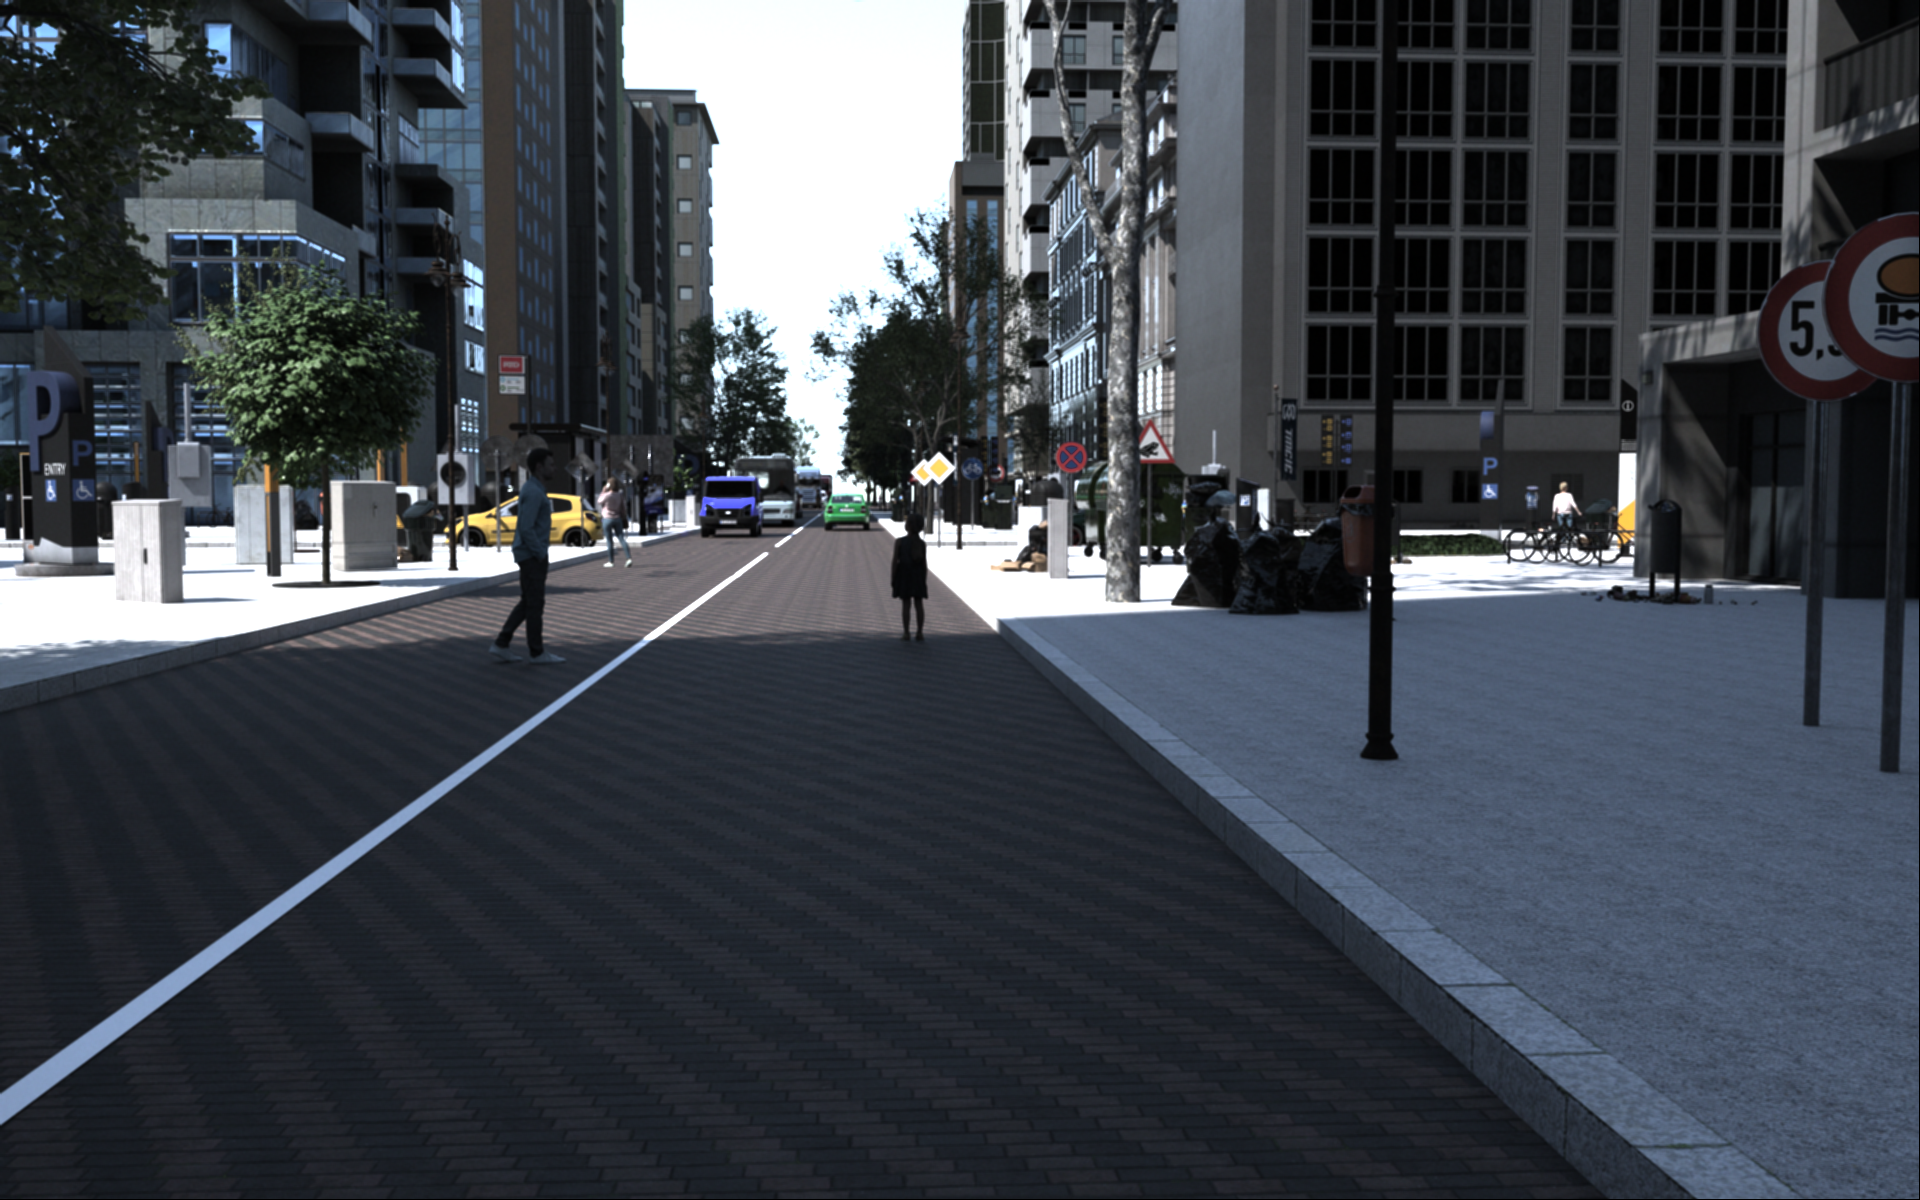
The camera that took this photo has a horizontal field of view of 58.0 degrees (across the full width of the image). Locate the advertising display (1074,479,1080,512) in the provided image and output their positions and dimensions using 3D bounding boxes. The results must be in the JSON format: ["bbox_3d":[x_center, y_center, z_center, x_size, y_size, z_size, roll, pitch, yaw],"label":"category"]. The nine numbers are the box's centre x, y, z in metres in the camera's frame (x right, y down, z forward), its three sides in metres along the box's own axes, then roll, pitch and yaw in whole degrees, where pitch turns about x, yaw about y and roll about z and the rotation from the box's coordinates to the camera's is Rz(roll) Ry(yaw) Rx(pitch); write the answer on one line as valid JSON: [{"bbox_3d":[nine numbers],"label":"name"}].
[{"bbox_3d":[5.321,-4.203,73.941,0.974,1.923,0.123,2,4,31],"label":"advertising display"}]

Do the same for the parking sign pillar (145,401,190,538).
[{"bbox_3d":[-23.447,-3.816,50.857,1.447,3.967,1.447,-1,4,-9],"label":"parking sign pillar"}]

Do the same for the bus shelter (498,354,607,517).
[{"bbox_3d":[-12.362,-4.589,52.658,2.179,5.291,8.768,0,4,-4],"label":"bus shelter"}]

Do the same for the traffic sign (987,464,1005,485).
[{"bbox_3d":[1.493,-4.434,72.599,0.768,2.556,0.104,0,4,4],"label":"traffic sign"}]

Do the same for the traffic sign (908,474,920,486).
[{"bbox_3d":[-2.767,-6.411,104.926,0.768,2.556,0.104,0,4,-1],"label":"traffic sign"}]

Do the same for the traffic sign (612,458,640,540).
[{"bbox_3d":[-9.285,-2.724,48.181,0.795,2.450,0.064,0,4,-4],"label":"traffic sign"}]

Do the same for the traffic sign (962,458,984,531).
[{"bbox_3d":[0.441,-3.702,60.635,0.768,2.556,0.104,0,4,-3],"label":"traffic sign"}]

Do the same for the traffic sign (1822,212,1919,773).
[{"bbox_3d":[4.299,-0.479,7.932,0.768,2.556,0.104,0,4,4],"label":"traffic sign"}]

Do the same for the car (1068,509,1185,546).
[{"bbox_3d":[3.982,-2.119,44.429,4.222,1.686,2.009,0,4,-2],"label":"car"}]

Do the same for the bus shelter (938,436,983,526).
[{"bbox_3d":[-0.015,-4.993,72.922,1.731,3.624,6.357,0,4,-4],"label":"bus shelter"}]

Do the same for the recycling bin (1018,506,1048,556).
[{"bbox_3d":[1.676,-1.402,35.471,0.722,1.027,0.722,-3,5,-41],"label":"recycling bin"}]

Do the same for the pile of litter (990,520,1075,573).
[{"bbox_3d":[1.187,-0.903,28.736,1.176,0.858,1.719,-1,4,-23],"label":"pile of litter"}]

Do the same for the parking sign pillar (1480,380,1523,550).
[{"bbox_3d":[12.384,-3.170,40.302,1.447,3.967,1.447,1,4,21],"label":"parking sign pillar"}]

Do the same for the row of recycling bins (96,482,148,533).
[{"bbox_3d":[-28.724,-3.071,57.326,3.534,1.692,1.069,-1,4,-9],"label":"row of recycling bins"}]

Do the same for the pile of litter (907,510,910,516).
[{"bbox_3d":[-3.213,-4.990,95.547,1.719,0.858,1.176,2,4,31],"label":"pile of litter"}]

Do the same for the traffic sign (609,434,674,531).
[{"bbox_3d":[-10.903,-3.995,59.189,2.265,3.308,0.079,0,4,5],"label":"traffic sign"}]

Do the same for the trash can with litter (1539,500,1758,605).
[{"bbox_3d":[8.415,-0.608,20.995,1.678,1.210,2.233,-1,4,-11],"label":"trash can with litter"}]

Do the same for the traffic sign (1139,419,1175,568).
[{"bbox_3d":[3.293,-1.841,30.104,0.884,2.594,0.081,0,4,-3],"label":"traffic sign"}]

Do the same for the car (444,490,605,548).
[{"bbox_3d":[-11.045,-2.066,44.007,3.980,1.641,2.015,0,4,-5],"label":"car"}]

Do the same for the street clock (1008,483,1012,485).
[{"bbox_3d":[3.108,-6.426,109.642,0.358,2.002,0.471,-1,4,-23],"label":"street clock"}]

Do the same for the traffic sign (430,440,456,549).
[{"bbox_3d":[-11.964,-2.483,40.595,0.884,2.594,0.081,0,4,-3],"label":"traffic sign"}]

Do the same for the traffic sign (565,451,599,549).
[{"bbox_3d":[-8.770,-2.237,40.212,0.795,2.450,0.064,0,4,-4],"label":"traffic sign"}]

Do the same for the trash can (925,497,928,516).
[{"bbox_3d":[-2.188,-5.404,100.011,0.748,1.137,0.748,0,3,0],"label":"trash can"}]

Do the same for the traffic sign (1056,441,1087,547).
[{"bbox_3d":[2.692,-2.553,41.854,0.768,2.556,0.104,0,4,6],"label":"traffic sign"}]

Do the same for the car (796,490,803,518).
[{"bbox_3d":[-10.549,-5.833,104.048,2.281,1.827,5.304,0,4,-2],"label":"car"}]

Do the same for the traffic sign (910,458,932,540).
[{"bbox_3d":[-1.007,-2.755,48.693,0.795,2.450,0.064,0,4,-4],"label":"traffic sign"}]

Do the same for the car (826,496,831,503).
[{"bbox_3d":[-9.988,-8.100,142.216,2.009,1.686,4.222,0,4,-3],"label":"car"}]

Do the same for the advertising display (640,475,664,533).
[{"bbox_3d":[-10.141,-3.170,57.043,0.123,1.923,0.974,3,4,37],"label":"advertising display"}]

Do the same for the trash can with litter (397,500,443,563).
[{"bbox_3d":[-10.269,-1.295,32.565,0.624,1.170,1.055,1,4,20],"label":"trash can with litter"}]

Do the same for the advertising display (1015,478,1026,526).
[{"bbox_3d":[2.439,-3.974,70.182,0.123,1.923,0.974,-1,4,-17],"label":"advertising display"}]

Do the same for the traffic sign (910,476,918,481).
[{"bbox_3d":[-1.621,-4.361,71.312,0.884,2.594,0.081,0,4,1],"label":"traffic sign"}]

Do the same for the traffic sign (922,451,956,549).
[{"bbox_3d":[-0.492,-2.268,40.724,0.795,2.450,0.064,0,4,-4],"label":"traffic sign"}]

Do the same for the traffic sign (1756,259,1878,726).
[{"bbox_3d":[4.719,-0.576,9.524,0.768,2.556,0.104,0,4,0],"label":"traffic sign"}]

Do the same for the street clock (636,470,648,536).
[{"bbox_3d":[-9.742,-2.974,53.189,0.358,2.002,0.471,1,4,9],"label":"street clock"}]

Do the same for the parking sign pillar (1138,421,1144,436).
[{"bbox_3d":[6.552,-4.536,62.639,1.447,3.967,1.447,-2,4,-24],"label":"parking sign pillar"}]

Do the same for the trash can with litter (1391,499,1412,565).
[{"bbox_3d":[7.426,-1.275,31.901,2.233,1.210,1.678,0,4,-4],"label":"trash can with litter"}]

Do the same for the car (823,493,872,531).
[{"bbox_3d":[-4.506,-3.704,69.356,1.959,1.807,4.718,0,4,-3],"label":"car"}]

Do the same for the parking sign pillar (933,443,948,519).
[{"bbox_3d":[-0.812,-6.248,90.631,1.447,3.967,1.447,-1,4,-13],"label":"parking sign pillar"}]

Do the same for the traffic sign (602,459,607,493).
[{"bbox_3d":[-12.808,-3.844,62.947,0.768,2.556,0.104,0,4,6],"label":"traffic sign"}]

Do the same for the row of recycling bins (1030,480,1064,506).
[{"bbox_3d":[2.604,-2.755,52.154,1.069,1.692,3.534,0,4,2],"label":"row of recycling bins"}]

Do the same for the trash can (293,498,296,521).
[{"bbox_3d":[-22.145,-2.764,56.839,0.748,1.137,0.748,0,3,0],"label":"trash can"}]

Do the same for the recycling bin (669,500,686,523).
[{"bbox_3d":[-12.482,-3.926,76.744,0.722,1.027,0.722,-1,4,-22],"label":"recycling bin"}]

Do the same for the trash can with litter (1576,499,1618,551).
[{"bbox_3d":[14.464,-1.711,39.362,0.624,1.170,1.055,3,5,43],"label":"trash can with litter"}]

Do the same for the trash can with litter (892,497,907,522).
[{"bbox_3d":[-2.558,-4.105,78.506,1.055,1.170,0.624,1,4,20],"label":"trash can with litter"}]

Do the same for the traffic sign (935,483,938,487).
[{"bbox_3d":[-1.659,-6.529,108.878,0.606,2.300,0.079,0,4,0],"label":"traffic sign"}]

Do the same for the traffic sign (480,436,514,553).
[{"bbox_3d":[-10.074,-2.303,37.760,0.768,2.556,0.104,0,3,0],"label":"traffic sign"}]

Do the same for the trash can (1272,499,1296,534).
[{"bbox_3d":[9.884,-2.519,52.847,0.748,1.137,0.748,0,3,0],"label":"trash can"}]

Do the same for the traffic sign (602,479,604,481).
[{"bbox_3d":[-14.161,-4.168,68.246,0.768,2.556,0.104,0,4,3],"label":"traffic sign"}]

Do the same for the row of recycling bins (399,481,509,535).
[{"bbox_3d":[-16.086,-2.937,55.139,3.534,1.692,1.069,-3,4,-36],"label":"row of recycling bins"}]

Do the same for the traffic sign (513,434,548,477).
[{"bbox_3d":[-9.155,-2.254,36.952,0.768,2.556,0.104,0,4,2],"label":"traffic sign"}]

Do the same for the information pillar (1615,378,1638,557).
[{"bbox_3d":[13.571,-2.671,35.022,0.504,3.616,0.183,2,4,26],"label":"information pillar"}]

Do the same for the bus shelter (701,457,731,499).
[{"bbox_3d":[-15.966,-7.446,113.031,1.731,3.624,6.357,0,4,-4],"label":"bus shelter"}]

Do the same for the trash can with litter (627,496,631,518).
[{"bbox_3d":[-17.229,-4.947,92.273,1.055,1.170,0.624,2,4,30],"label":"trash can with litter"}]

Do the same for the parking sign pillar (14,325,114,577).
[{"bbox_3d":[-14.155,-2.376,27.316,1.447,3.967,1.447,3,4,38],"label":"parking sign pillar"}]

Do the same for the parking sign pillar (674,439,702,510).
[{"bbox_3d":[-13.280,-5.880,84.603,1.447,3.967,1.447,-2,4,-26],"label":"parking sign pillar"}]

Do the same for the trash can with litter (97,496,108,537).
[{"bbox_3d":[-26.050,-2.530,52.420,1.678,1.210,2.233,-2,4,-32],"label":"trash can with litter"}]

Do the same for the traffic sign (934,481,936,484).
[{"bbox_3d":[-1.484,-5.633,92.198,0.768,2.556,0.104,0,4,-2],"label":"traffic sign"}]

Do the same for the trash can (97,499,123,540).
[{"bbox_3d":[-23.814,-2.256,48.533,0.748,1.137,0.748,0,3,0],"label":"trash can"}]

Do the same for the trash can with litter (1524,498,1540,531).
[{"bbox_3d":[19.582,-2.931,58.984,1.678,1.210,2.233,0,4,-3],"label":"trash can with litter"}]
